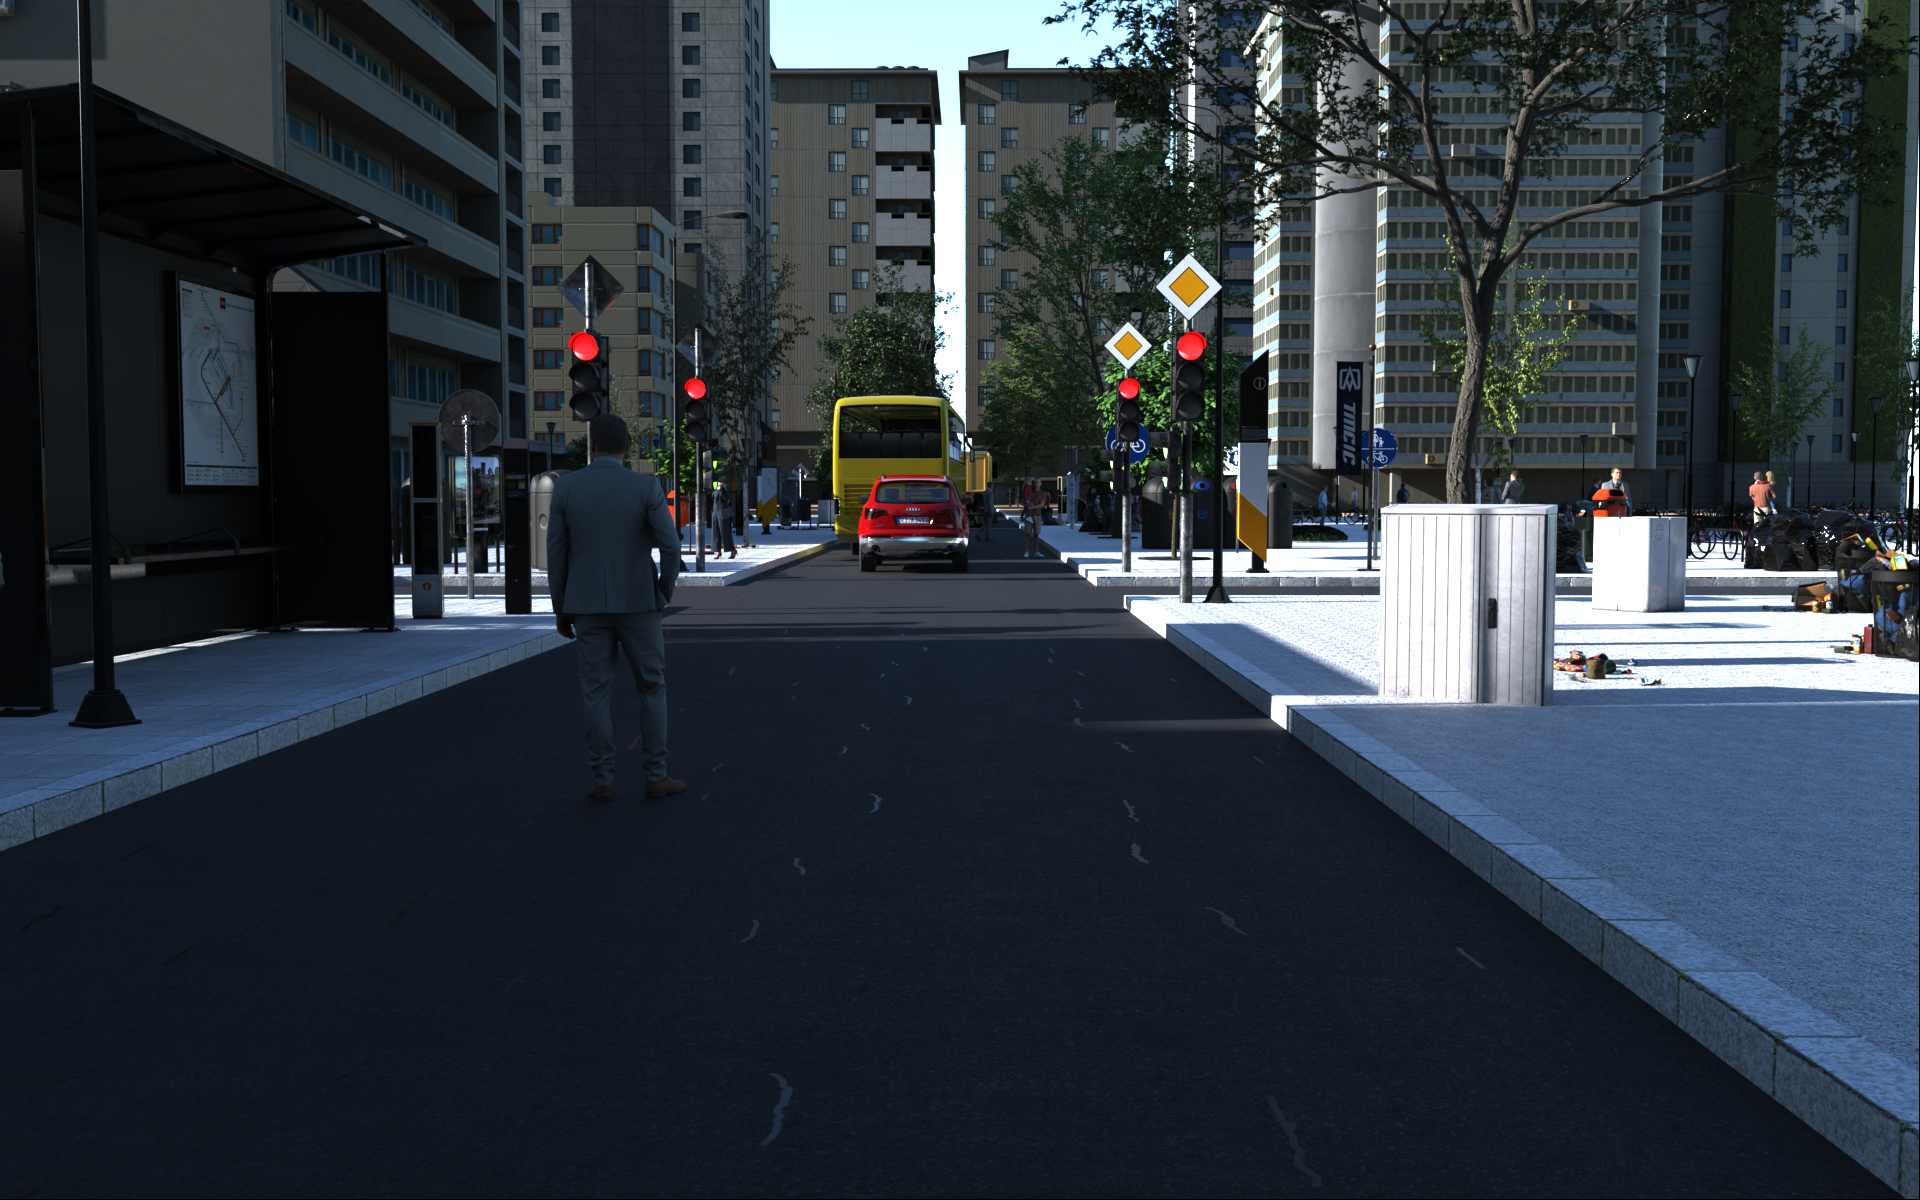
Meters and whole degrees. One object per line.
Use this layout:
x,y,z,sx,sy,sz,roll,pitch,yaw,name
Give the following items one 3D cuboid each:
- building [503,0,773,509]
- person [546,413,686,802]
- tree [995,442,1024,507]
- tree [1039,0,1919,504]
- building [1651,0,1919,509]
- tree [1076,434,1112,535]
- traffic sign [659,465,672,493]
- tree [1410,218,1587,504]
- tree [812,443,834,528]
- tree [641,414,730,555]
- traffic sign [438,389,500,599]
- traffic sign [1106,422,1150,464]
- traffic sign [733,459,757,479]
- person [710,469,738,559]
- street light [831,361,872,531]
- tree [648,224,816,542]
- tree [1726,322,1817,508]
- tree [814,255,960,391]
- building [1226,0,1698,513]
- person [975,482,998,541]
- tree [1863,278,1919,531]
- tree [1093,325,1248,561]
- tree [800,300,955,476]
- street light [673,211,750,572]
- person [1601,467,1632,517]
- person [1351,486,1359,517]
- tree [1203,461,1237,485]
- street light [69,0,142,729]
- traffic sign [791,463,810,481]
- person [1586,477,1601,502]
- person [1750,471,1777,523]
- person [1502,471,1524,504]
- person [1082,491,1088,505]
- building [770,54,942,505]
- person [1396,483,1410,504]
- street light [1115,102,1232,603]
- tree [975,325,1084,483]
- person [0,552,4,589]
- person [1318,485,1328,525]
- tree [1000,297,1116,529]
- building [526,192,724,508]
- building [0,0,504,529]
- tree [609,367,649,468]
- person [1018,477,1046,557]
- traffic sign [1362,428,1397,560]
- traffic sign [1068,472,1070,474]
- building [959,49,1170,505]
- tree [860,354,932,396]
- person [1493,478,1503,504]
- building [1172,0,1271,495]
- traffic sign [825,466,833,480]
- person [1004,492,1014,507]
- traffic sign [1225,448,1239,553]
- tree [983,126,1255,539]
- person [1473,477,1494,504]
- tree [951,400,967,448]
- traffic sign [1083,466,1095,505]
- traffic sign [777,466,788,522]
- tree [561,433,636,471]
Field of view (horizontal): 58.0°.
-28.093,-43.790,154.212,20.611,71.187,20.563,0,4,0,building
-1.615,0.028,8.146,0.635,1.810,0.391,-1,4,-10,person
5.082,-13.289,167.630,4.360,8.622,3.978,0,3,0,tree
4.280,-4.871,14.058,8.767,10.594,7.601,-2,4,-31,tree
66.201,-37.408,153.619,28.212,58.520,21.231,0,4,0,building
4.453,-3.678,54.736,1.663,3.219,1.824,0,3,0,tree
-9.315,-3.401,55.715,0.768,2.556,0.104,0,4,5,traffic sign
14.188,-5.877,46.452,4.737,8.622,4.395,0,3,0,tree
-4.787,-4.352,65.753,1.663,3.219,1.824,0,3,0,tree
-5.641,-2.583,36.841,1.663,3.219,1.824,0,3,0,tree
-5.970,-1.282,21.070,0.768,2.556,0.104,0,4,4,traffic sign
2.872,-1.805,29.620,0.768,2.556,0.104,1,4,9,traffic sign
-7.471,-3.676,60.101,0.884,2.594,0.081,0,4,6,traffic sign
-4.711,-1.701,34.274,0.576,1.772,0.534,2,4,25,person
-3.775,-5.373,60.397,1.470,5.913,1.316,0,4,0,street light
-6.028,-5.884,46.569,4.360,8.622,3.978,0,3,0,tree
35.205,-7.558,73.938,4.737,8.622,4.395,0,3,0,tree
-6.019,-17.410,140.535,12.611,20.169,13.585,0,3,0,tree
34.355,-26.449,124.327,32.217,40.220,23.993,0,4,0,building
0.890,-2.730,53.252,0.853,1.813,0.709,-2,4,-29,person
33.043,-6.711,60.087,4.737,8.622,4.395,0,3,0,tree
4.161,-3.070,33.905,4.285,4.588,4.351,0,3,0,tree
-4.688,-11.352,102.614,9.611,12.733,9.660,0,3,0,tree
-4.142,-3.427,28.568,1.470,5.913,1.316,0,4,0,street light
12.847,-1.703,33.989,0.694,1.812,0.767,0,4,-1,person
22.272,-5.555,97.541,0.598,1.740,0.731,-1,4,-21,person
9.257,-4.093,61.519,1.663,3.219,1.824,0,3,0,tree
-4.213,-2.257,9.444,1.470,5.913,1.316,0,4,0,street light
-6.693,-4.455,72.568,0.795,2.593,0.064,0,4,7,traffic sign
21.138,-3.163,57.540,0.755,1.850,0.659,1,4,16,person
19.248,-2.166,41.434,0.580,1.828,0.573,-1,4,-17,person
13.644,-2.270,42.967,0.655,1.846,0.447,-1,4,-20,person
8.855,-6.941,119.471,0.705,1.831,1.348,3,4,37,person
-14.080,-38.253,214.672,27.495,52.752,28.713,0,4,0,building
21.541,-4.797,84.462,0.794,1.824,0.713,2,4,29,person
2.505,-2.922,20.314,1.470,5.913,1.316,0,4,0,street light
4.928,-12.120,116.282,7.486,12.596,7.792,0,3,0,tree
-4.998,0.011,8.455,0.503,1.515,0.523,2,4,23,person
12.792,-3.248,60.953,0.330,1.601,0.589,0,4,7,person
4.379,-6.919,63.491,4.737,8.622,4.395,0,3,0,tree
-32.197,-16.755,118.988,27.650,21.520,28.899,0,4,0,building
-27.203,-26.174,51.649,21.300,48.544,21.600,0,4,0,building
-19.481,-9.086,98.919,4.360,8.622,3.978,0,3,0,tree
1.617,-1.883,39.263,0.573,1.828,0.580,3,5,41,person
8.034,-2.038,33.430,0.768,2.556,0.104,0,4,1,traffic sign
6.356,-6.102,99.494,0.795,2.593,0.064,1,4,9,traffic sign
13.700,-38.239,214.452,27.495,52.752,28.713,0,4,0,building
-4.626,-12.310,119.392,7.486,12.596,7.792,0,3,0,tree
16.860,-2.957,54.567,0.728,1.800,0.709,0,4,-6,person
29.066,-37.203,150.266,21.231,58.520,28.212,0,4,0,building
-4.567,-3.934,64.318,0.884,2.594,0.081,0,4,4,traffic sign
5.072,-10.487,177.130,1.348,1.869,0.705,-3,5,-42,person
6.035,-2.173,37.654,0.606,2.300,0.079,0,4,8,traffic sign
4.503,-7.568,49.488,9.928,11.665,9.643,0,3,0,tree
15.417,-2.730,51.036,0.532,1.782,0.716,0,4,-2,person
-4.579,-15.958,171.284,12.009,13.543,11.850,0,3,0,tree
5.622,-4.605,75.391,0.768,2.556,0.104,1,4,9,traffic sign
-8.158,-4.794,78.488,0.768,2.556,0.104,0,4,4,traffic sign
-16.668,-5.878,79.814,4.285,4.588,4.351,0,3,0,tree
